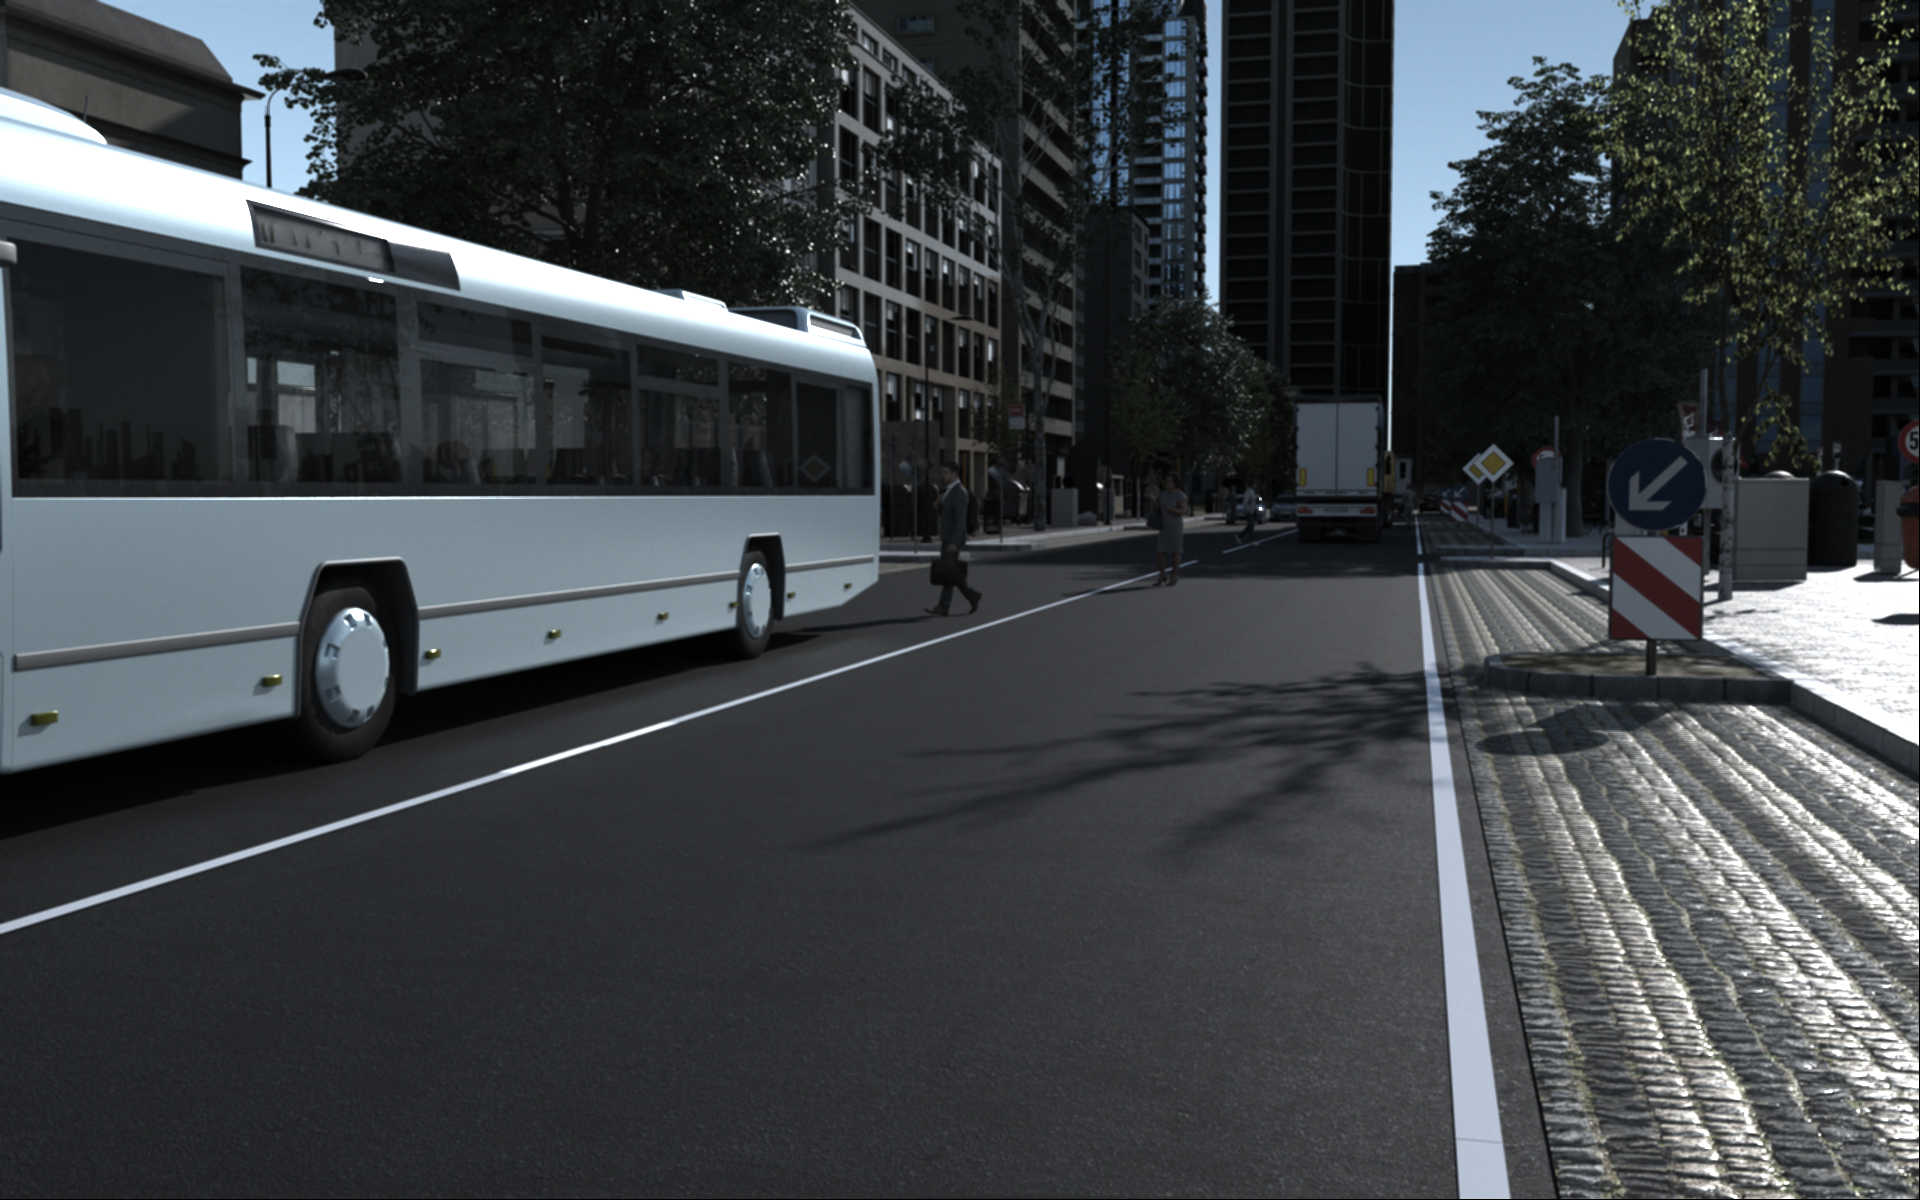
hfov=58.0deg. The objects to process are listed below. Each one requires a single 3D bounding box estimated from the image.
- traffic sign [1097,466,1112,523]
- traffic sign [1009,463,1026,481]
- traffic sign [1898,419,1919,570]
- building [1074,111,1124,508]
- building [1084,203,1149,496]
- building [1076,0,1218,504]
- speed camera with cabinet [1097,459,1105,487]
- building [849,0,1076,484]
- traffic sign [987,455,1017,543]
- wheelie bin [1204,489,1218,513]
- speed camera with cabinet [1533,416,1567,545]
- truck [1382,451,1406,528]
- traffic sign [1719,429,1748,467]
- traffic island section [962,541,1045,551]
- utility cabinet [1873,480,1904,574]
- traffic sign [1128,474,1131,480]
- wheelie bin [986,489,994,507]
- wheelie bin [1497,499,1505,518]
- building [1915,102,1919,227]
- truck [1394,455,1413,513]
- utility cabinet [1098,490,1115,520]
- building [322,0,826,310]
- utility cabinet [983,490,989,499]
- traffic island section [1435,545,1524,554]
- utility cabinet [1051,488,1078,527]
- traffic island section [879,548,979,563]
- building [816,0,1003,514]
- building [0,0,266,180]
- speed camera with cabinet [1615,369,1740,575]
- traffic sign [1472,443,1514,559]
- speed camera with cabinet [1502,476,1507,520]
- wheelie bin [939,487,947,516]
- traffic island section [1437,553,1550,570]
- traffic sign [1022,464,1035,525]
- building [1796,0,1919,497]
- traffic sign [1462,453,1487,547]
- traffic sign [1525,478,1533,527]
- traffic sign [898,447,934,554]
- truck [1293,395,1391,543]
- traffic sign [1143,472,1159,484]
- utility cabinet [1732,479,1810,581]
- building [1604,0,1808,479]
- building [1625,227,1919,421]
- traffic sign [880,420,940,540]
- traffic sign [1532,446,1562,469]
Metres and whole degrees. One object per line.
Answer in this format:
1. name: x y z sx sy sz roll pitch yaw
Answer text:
1. traffic sign: 6.412 -4.727 77.388 0.768 2.556 0.104 1 4 19
2. traffic sign: 2.455 -4.474 73.156 0.884 2.594 0.081 1 4 15
3. traffic sign: 16.226 -1.782 29.244 0.768 2.556 0.104 1 4 18
4. building: -1.789 -28.526 158.283 32.217 40.220 23.993 1 4 15
5. building: 11.743 -24.756 176.458 14.107 30.474 14.160 1 4 15
6. building: 19.237 -55.931 227.138 31.000 86.520 22.319 1 4 15
7. speed camera with cabinet: 7.221 -6.375 98.567 2.038 3.252 0.660 2 4 30
8. building: -3.500 -31.242 134.507 21.300 48.544 21.600 1 4 15
9. traffic sign: 1.077 -2.524 44.903 0.795 2.450 0.064 1 4 15
10. wheelie bin: 16.772 -6.612 116.006 0.980 1.594 0.693 1 4 21
11. speed camera with cabinet: 15.226 -3.077 44.638 0.660 3.252 2.038 2 4 25
12. truck: 17.799 -4.927 76.477 3.469 3.379 9.791 1 4 16
13. traffic sign: 14.969 -2.079 33.998 0.884 2.594 0.081 1 4 21
14. traffic island section: 1.052 -1.388 44.971 2.009 0.180 2.903 1 4 15
15. utility cabinet: 15.025 -1.182 28.007 0.318 1.500 1.173 1 4 23
16. traffic sign: 10.137 -6.158 100.782 0.768 2.556 0.104 1 4 18
17. wheelie bin: 1.894 -5.587 99.250 0.980 1.594 0.693 3 5 43
18. wheelie bin: 29.026 -5.184 92.666 0.980 1.594 0.693 0 4 -4
19. building: 86.411 -43.649 151.909 20.611 71.187 20.563 1 4 15
20. truck: 32.993 -8.719 131.463 2.839 4.237 11.283 1 4 14
21. utility cabinet: 6.949 -4.636 84.477 1.173 1.500 0.318 1 4 16
22. building: -15.052 -17.574 73.235 13.634 28.700 20.117 1 4 15
23. utility cabinet: 1.980 -5.971 106.311 1.173 1.500 0.318 0 4 -2
24. traffic island section: 12.555 -1.204 41.962 2.009 0.180 2.903 1 4 15
25. utility cabinet: 4.017 -3.530 66.387 0.318 1.500 1.173 -3 5 -41
26. traffic island section: -0.973 -0.915 37.246 2.009 0.180 2.903 1 4 15
27. building: -10.871 -18.097 100.395 19.350 26.468 34.151 1 4 15
28. building: -50.360 -15.144 80.890 30.059 22.955 16.112 1 4 15
29. speed camera with cabinet: 11.191 -1.997 26.985 2.038 3.252 0.660 -2 4 -24
30. traffic sign: 10.506 -1.867 34.166 0.795 2.450 0.064 1 4 15
31. speed camera with cabinet: 27.393 -5.488 84.067 2.038 3.252 0.660 1 4 10
32. wheelie bin: -1.077 -5.375 95.789 0.693 1.594 0.980 -1 4 -13
33. traffic island section: 10.530 -0.731 34.237 2.009 0.180 2.903 1 4 15
34. traffic sign: 2.929 -4.412 72.241 0.768 2.556 0.104 1 4 15
35. building: 56.712 -28.657 118.659 14.600 45.320 14.200 1 4 15
36. traffic sign: 12.530 -2.339 41.891 0.795 2.450 0.064 1 4 15
37. traffic sign: 22.231 -4.159 68.006 0.884 2.594 0.081 1 4 16
38. traffic sign: -0.948 -2.051 37.178 0.795 2.450 0.064 1 4 15
39. truck: 12.076 -4.015 54.553 2.839 4.237 11.283 1 4 14
40. traffic sign: 10.021 -5.556 90.850 0.884 2.594 0.081 1 4 22
41. utility cabinet: 11.757 -1.015 25.279 1.173 1.500 0.318 -1 4 -12
42. building: 68.067 -31.196 160.159 14.600 45.320 14.200 1 4 15
43. building: 69.317 -17.938 138.327 27.650 21.520 28.899 1 4 15
44. traffic sign: -1.616 -3.325 48.232 2.265 3.308 0.079 2 4 24
45. traffic sign: 15.587 -2.808 46.016 0.768 2.556 0.104 2 4 24
